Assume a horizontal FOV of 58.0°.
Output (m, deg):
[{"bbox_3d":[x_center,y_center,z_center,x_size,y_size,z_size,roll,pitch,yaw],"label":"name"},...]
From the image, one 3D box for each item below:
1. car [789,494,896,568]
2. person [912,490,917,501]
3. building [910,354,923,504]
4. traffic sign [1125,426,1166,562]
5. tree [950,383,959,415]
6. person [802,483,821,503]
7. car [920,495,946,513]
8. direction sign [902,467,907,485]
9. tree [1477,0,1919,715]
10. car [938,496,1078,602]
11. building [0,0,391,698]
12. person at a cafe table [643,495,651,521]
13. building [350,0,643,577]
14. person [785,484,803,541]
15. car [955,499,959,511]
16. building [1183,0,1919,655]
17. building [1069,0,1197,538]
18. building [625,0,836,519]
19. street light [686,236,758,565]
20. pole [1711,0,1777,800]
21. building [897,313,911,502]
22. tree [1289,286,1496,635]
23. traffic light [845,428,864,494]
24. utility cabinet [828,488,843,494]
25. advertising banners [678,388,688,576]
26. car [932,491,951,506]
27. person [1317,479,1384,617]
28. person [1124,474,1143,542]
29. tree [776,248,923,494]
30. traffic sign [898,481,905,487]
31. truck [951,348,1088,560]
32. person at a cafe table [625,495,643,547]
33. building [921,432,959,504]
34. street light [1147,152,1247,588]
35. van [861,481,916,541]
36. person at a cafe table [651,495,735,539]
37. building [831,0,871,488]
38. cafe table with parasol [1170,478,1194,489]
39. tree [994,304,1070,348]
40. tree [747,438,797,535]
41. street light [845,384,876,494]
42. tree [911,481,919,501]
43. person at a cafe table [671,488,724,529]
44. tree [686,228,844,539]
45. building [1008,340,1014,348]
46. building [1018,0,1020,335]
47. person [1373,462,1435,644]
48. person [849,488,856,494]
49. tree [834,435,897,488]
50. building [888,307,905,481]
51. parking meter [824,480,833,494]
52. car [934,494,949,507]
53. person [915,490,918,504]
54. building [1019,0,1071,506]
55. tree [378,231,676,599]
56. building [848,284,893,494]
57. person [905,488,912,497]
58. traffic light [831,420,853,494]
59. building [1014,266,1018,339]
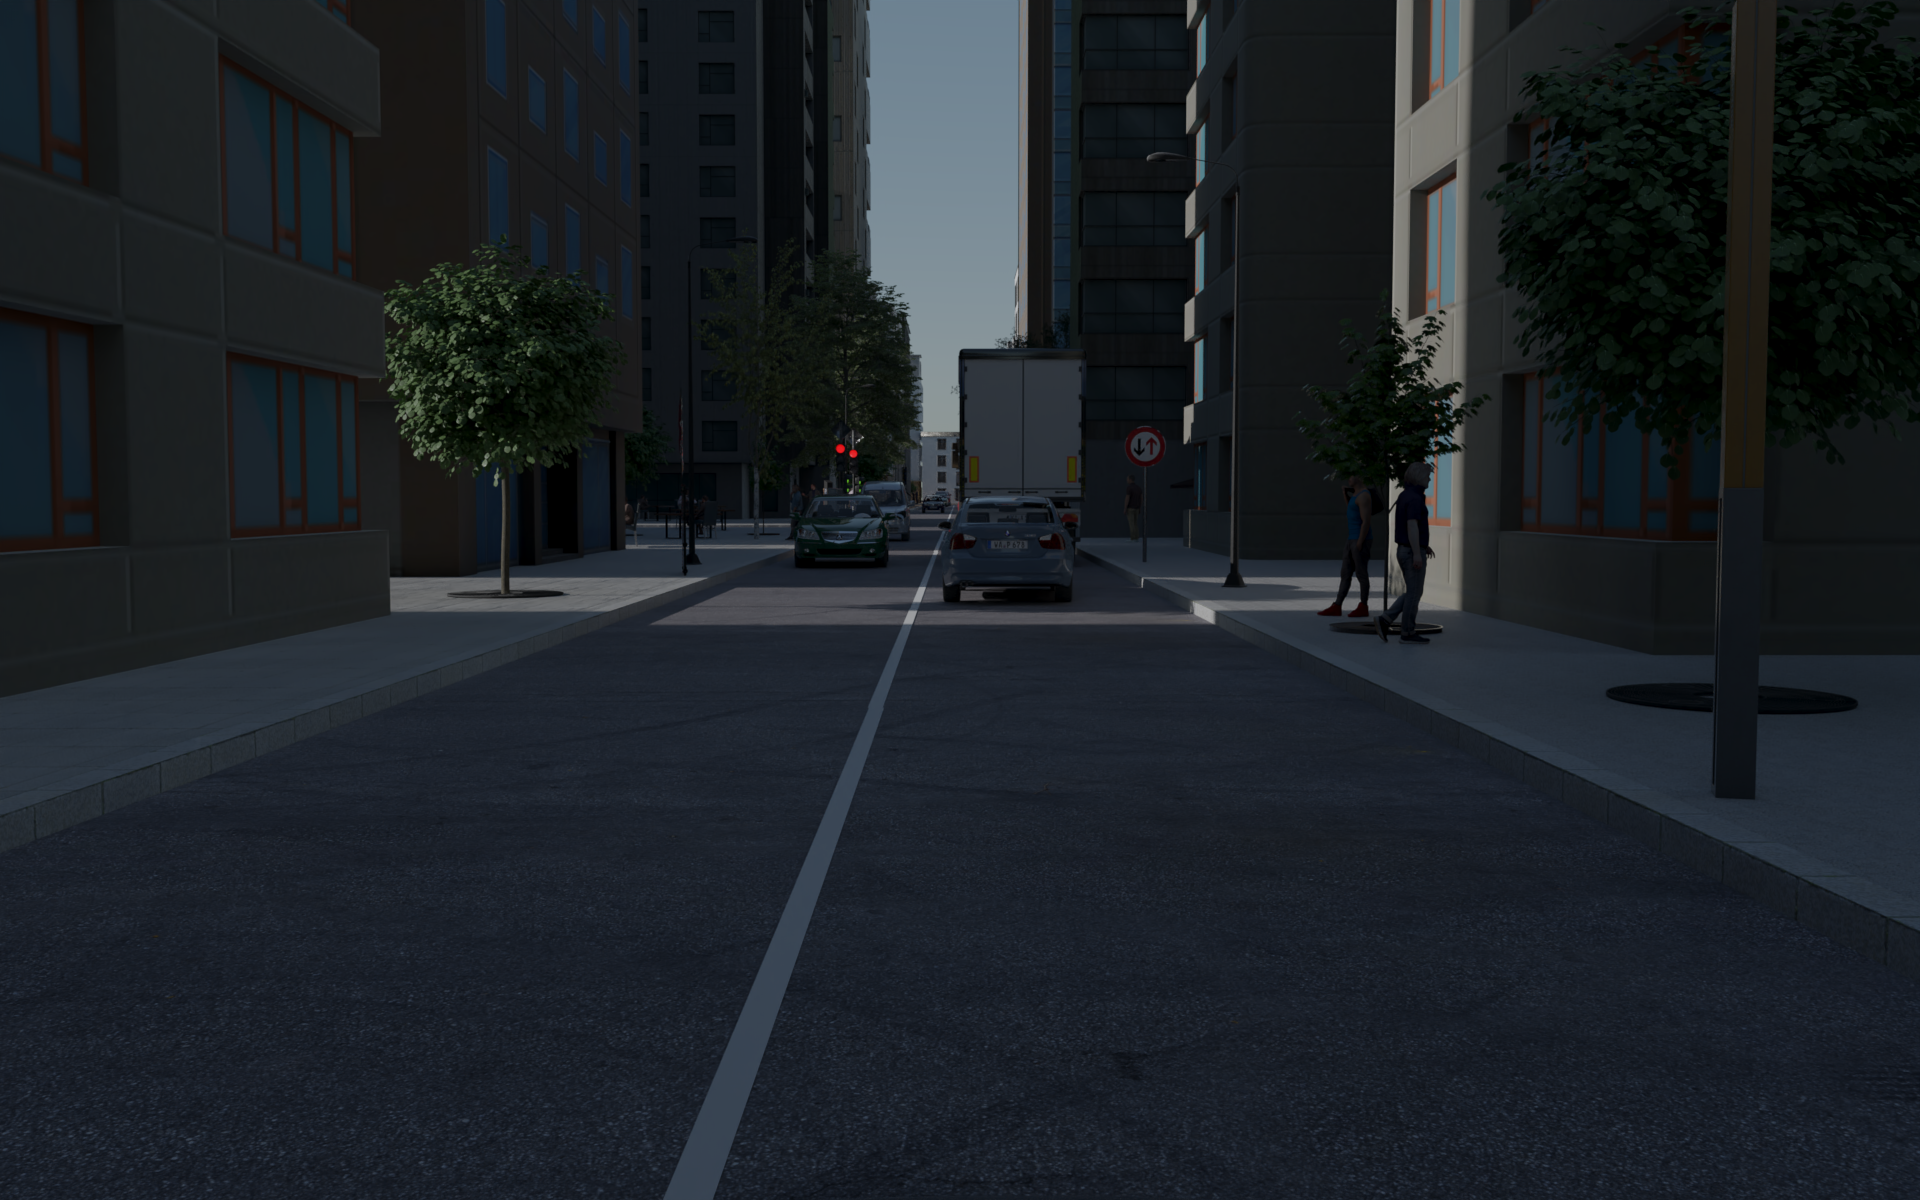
[{"bbox_3d":[-2.371,-1.437,35.298,2.131,1.459,4.920,0,4,-2],"label":"car"},{"bbox_3d":[-4.915,-11.053,187.560,0.742,1.727,0.445,3,4,36],"label":"person"},{"bbox_3d":[-10.940,-23.523,241.015,11.380,20.091,16.016,0,3,0],"label":"building"},{"bbox_3d":[3.479,-1.985,32.555,0.768,2.556,0.104,0,4,7],"label":"traffic sign"},{"bbox_3d":[3.888,-9.904,96.336,7.601,10.594,8.767,3,5,40],"label":"tree"},{"bbox_3d":[-6.609,-4.308,77.017,0.617,1.759,0.750,3,5,43],"label":"person"},{"bbox_3d":[-2.052,-7.302,131.966,1.945,1.354,3.894,0,4,-2],"label":"car"},{"bbox_3d":[-4.627,-9.313,144.270,0.379,3.537,0.876,-2,4,-26],"label":"direction sign"},{"bbox_3d":[4.841,-1.651,10.703,4.285,4.588,4.351,0,3,0],"label":"tree"},{"bbox_3d":[0.670,-0.750,24.272,2.014,1.417,4.499,0,4,2],"label":"car"},{"bbox_3d":[-19.852,-9.678,3.281,27.650,21.520,28.899,0,3,0],"label":"building"},{"bbox_3d":[-14.557,-4.323,81.547,1.726,1.238,1.698,-3,5,-43],"label":"person at a cafe table"},{"bbox_3d":[-14.289,-23.360,32.054,14.600,45.320,14.200,0,3,0],"label":"building"},{"bbox_3d":[-4.534,-2.412,47.696,0.429,1.552,0.499,2,4,24],"label":"person"},{"bbox_3d":[0.782,-6.412,113.872,2.155,1.783,4.494,0,4,-1],"label":"car"},{"bbox_3d":[19.330,-11.164,27.564,27.650,21.520,28.899,0,3,0],"label":"building"},{"bbox_3d":[10.524,-17.433,56.731,14.160,30.474,14.107,0,3,0],"label":"building"},{"bbox_3d":[-14.230,-19.649,92.956,14.160,30.474,14.107,0,3,0],"label":"building"},{"bbox_3d":[-4.338,-3.597,31.357,1.470,5.913,1.316,0,3,0],"label":"street light"},{"bbox_3d":[3.286,-0.821,7.263,0.158,3.312,0.155,0,3,0],"label":"pole"},{"bbox_3d":[-22.532,-22.381,209.896,32.646,21.610,27.936,0,3,0],"label":"building"},{"bbox_3d":[3.982,-1.326,16.281,1.663,3.219,1.824,0,3,0],"label":"tree"},{"bbox_3d":[-4.469,-5.157,73.244,0.839,4.253,0.868,0,3,0],"label":"traffic light"},{"bbox_3d":[-4.437,-3.256,61.910,0.318,1.500,1.173,0,4,7],"label":"utility cabinet"},{"bbox_3d":[-4.484,-1.947,28.025,0.090,3.025,2.074,-1,4,-10],"label":"advertising banners"},{"bbox_3d":[-2.122,-12.076,206.113,2.281,1.827,5.304,0,4,1],"label":"car"},{"bbox_3d":[4.113,-0.626,18.148,0.662,1.594,0.647,-1,4,-12],"label":"person"},{"bbox_3d":[4.592,-2.445,46.154,0.598,1.807,0.434,-2,4,-30],"label":"person"},{"bbox_3d":[-5.190,-9.924,80.385,7.486,12.596,7.792,0,3,0],"label":"tree"},{"bbox_3d":[-4.653,-8.226,136.628,0.606,2.300,0.079,0,4,1],"label":"traffic sign"},{"bbox_3d":[1.204,-3.061,38.953,2.839,4.237,11.283,0,3,0],"label":"truck"},{"bbox_3d":[-8.638,-1.907,42.043,1.726,1.238,1.698,-1,4,-10],"label":"person at a cafe table"},{"bbox_3d":[8.788,-18.081,237.763,28.070,9.664,9.099,0,3,0],"label":"building"},{"bbox_3d":[3.245,-3.131,23.731,1.470,5.913,1.316,0,3,0],"label":"street light"},{"bbox_3d":[-2.385,-2.861,53.793,2.013,2.044,4.112,0,4,-1],"label":"van"},{"bbox_3d":[-7.605,-2.380,49.779,1.698,1.238,1.726,-3,5,-41],"label":"person at a cafe table"},{"bbox_3d":[-20.756,-33.214,132.282,28.713,52.752,27.495,0,3,0],"label":"building"},{"bbox_3d":[7.204,-2.664,48.428,2.610,1.966,2.610,2,4,24],"label":"cafe table with parasol"},{"bbox_3d":[4.570,-9.193,84.716,7.601,10.594,8.767,1,4,9],"label":"tree"},{"bbox_3d":[-6.179,-3.633,53.999,1.663,3.219,1.824,0,3,0],"label":"tree"},{"bbox_3d":[-4.277,-6.173,73.464,1.470,5.913,1.316,0,3,0],"label":"street light"},{"bbox_3d":[-6.334,-14.144,225.860,1.663,3.219,1.824,0,3,0],"label":"tree"},{"bbox_3d":[-9.884,-3.389,63.922,1.622,1.524,1.698,3,5,42],"label":"person at a cafe table"},{"bbox_3d":[-5.545,-6.031,48.976,4.737,8.622,4.395,0,3,0],"label":"tree"},{"bbox_3d":[12.977,-20.368,189.430,16.016,20.091,11.380,0,3,0],"label":"building"},{"bbox_3d":[11.380,-27.414,131.809,14.154,41.232,14.086,0,3,0],"label":"building"},{"bbox_3d":[3.838,-0.406,14.885,0.471,1.553,0.569,3,4,37],"label":"person"},{"bbox_3d":[-6.447,-5.994,104.976,0.436,1.711,0.756,-3,5,-40],"label":"person"},{"bbox_3d":[-5.090,-6.725,93.672,4.285,4.588,4.351,0,3,0],"label":"tree"},{"bbox_3d":[-14.523,-18.953,176.332,16.747,18.905,31.486,0,3,0],"label":"building"},{"bbox_3d":[-5.498,-4.084,72.478,0.255,1.863,0.399,-2,4,-27],"label":"parking meter"},{"bbox_3d":[-2.244,-10.986,191.422,2.131,1.459,4.920,0,4,1],"label":"car"},{"bbox_3d":[-5.598,-13.140,221.332,0.568,1.767,0.683,-3,5,-40],"label":"person"},{"bbox_3d":[10.896,-28.102,109.582,14.600,45.320,14.200,0,3,0],"label":"building"},{"bbox_3d":[-5.811,-2.326,21.747,4.285,4.588,4.351,0,3,0],"label":"tree"},{"bbox_3d":[-13.979,-18.218,154.288,16.016,20.091,11.380,0,3,0],"label":"building"},{"bbox_3d":[-5.406,-10.109,170.952,1.348,1.869,0.705,0,4,-4],"label":"person"},{"bbox_3d":[-4.462,-4.669,65.259,0.839,4.253,0.868,0,3,0],"label":"traffic light"},{"bbox_3d":[19.091,-19.720,166.390,27.936,21.610,32.646,0,3,0],"label":"building"}]
